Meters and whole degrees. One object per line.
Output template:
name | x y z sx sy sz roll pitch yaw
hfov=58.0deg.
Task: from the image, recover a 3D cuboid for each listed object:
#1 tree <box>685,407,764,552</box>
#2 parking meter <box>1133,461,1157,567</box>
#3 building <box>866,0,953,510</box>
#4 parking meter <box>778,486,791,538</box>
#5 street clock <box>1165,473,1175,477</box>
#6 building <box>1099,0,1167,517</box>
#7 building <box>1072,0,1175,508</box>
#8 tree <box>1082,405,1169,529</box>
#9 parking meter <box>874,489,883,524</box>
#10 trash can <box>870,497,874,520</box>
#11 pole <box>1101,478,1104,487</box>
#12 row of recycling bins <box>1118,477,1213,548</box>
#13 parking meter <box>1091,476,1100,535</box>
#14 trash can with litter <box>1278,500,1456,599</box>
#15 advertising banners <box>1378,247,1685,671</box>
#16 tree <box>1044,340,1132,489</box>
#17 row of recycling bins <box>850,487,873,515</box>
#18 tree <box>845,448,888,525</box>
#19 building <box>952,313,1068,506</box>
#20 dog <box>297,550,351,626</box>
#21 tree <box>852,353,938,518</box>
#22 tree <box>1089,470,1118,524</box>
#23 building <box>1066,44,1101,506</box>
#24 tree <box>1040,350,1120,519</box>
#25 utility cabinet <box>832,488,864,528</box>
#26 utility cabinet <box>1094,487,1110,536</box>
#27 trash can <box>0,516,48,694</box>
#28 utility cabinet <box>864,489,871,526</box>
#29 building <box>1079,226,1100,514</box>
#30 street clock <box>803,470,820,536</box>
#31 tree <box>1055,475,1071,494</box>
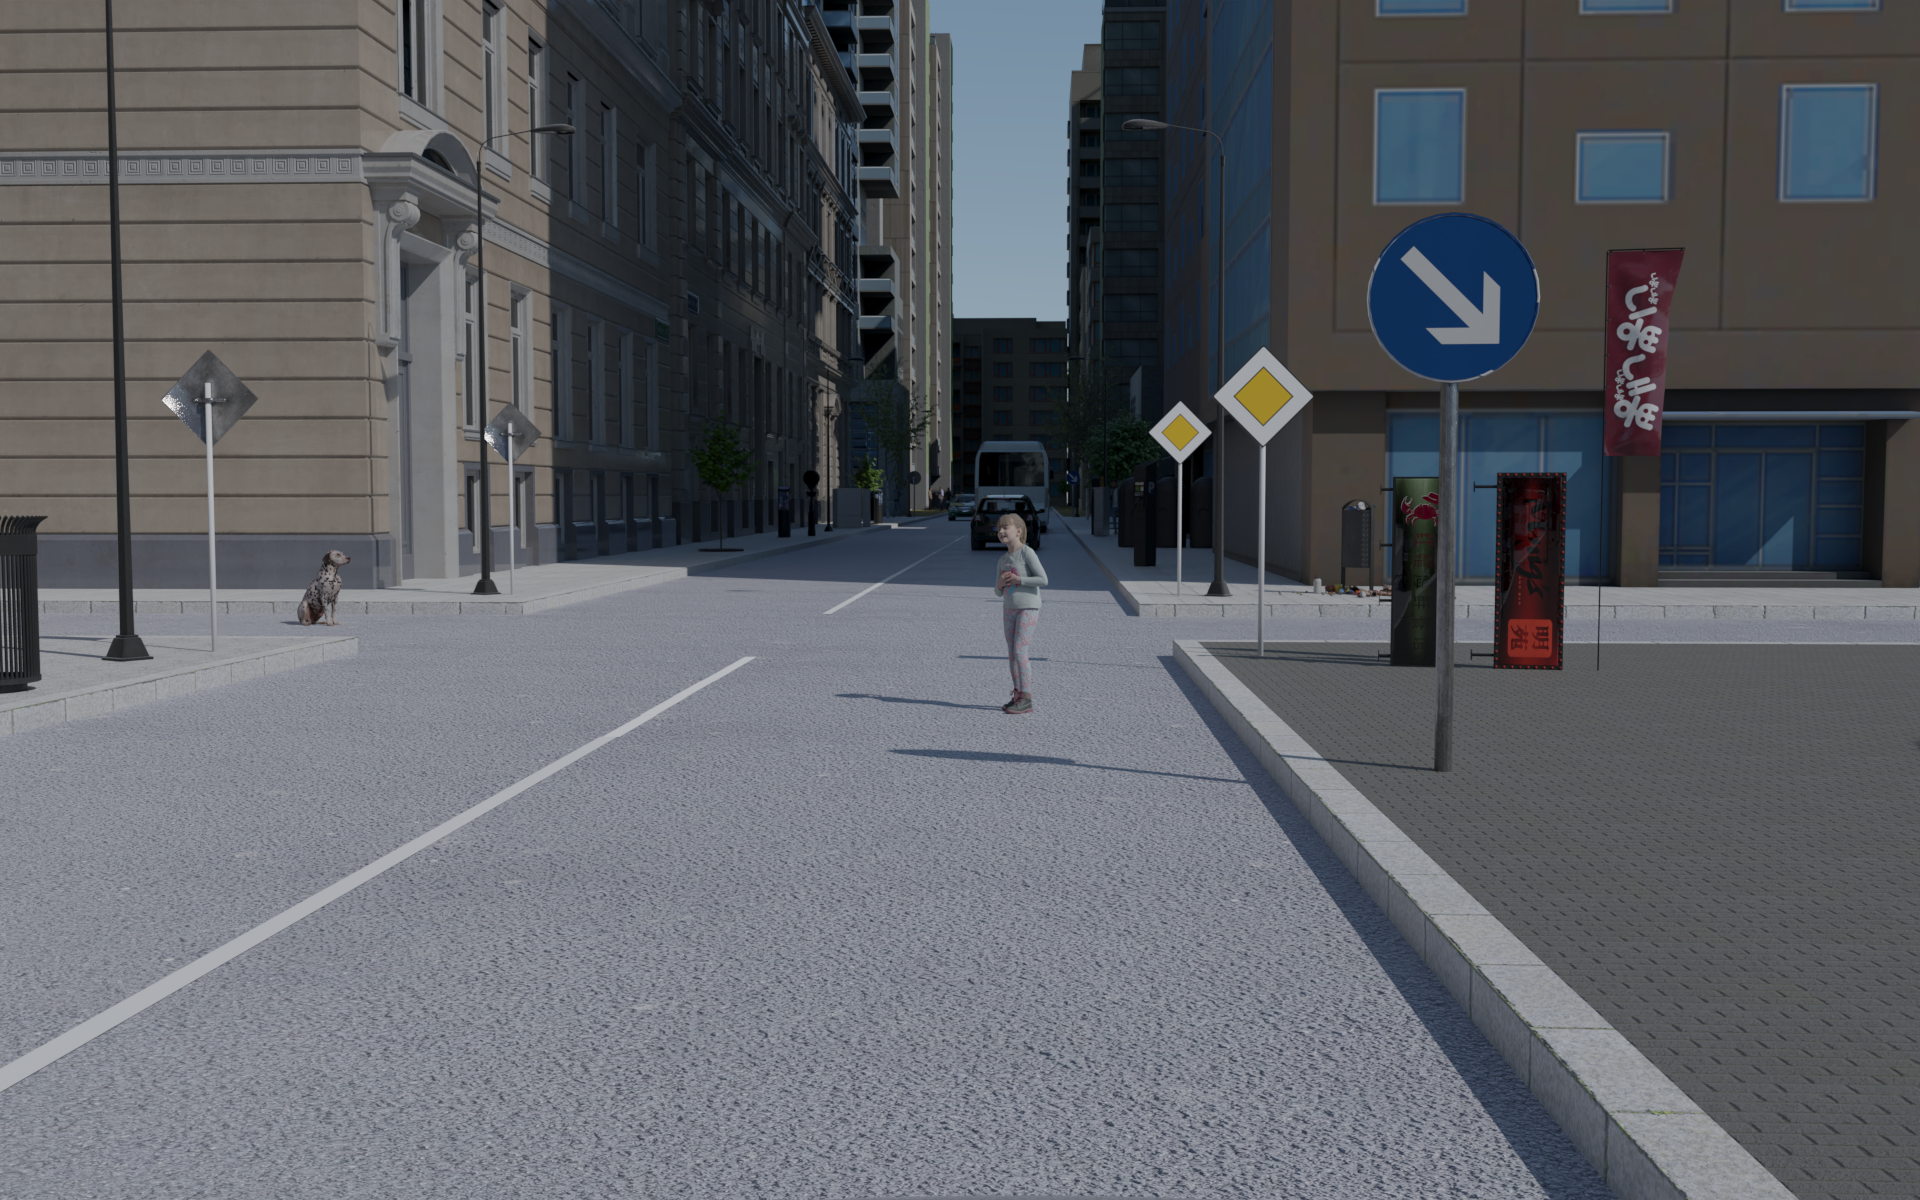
tree | -5.231 -2.704 38.816 1.663 3.219 1.824 0 3 0
parking meter | 3.278 -1.528 30.688 0.255 1.863 0.399 3 5 43
building | -7.958 -28.497 149.516 14.154 41.232 14.086 0 4 3
parking meter | -5.195 -2.616 51.185 0.372 1.533 0.369 0 3 0
street clock | 7.379 -3.425 60.565 0.358 2.002 0.471 3 5 41
building | 15.384 -20.334 104.168 14.160 30.474 14.107 0 4 3
building | 21.599 -51.451 153.902 22.319 86.520 31.000 0 4 3
tree | 6.166 -4.907 63.946 4.285 4.588 4.351 0 3 0
parking meter | -3.541 -4.085 75.199 0.372 1.533 0.369 0 3 0
trash can | -4.200 -4.449 84.391 0.748 1.137 0.748 0 3 0
pole | 6.061 -4.855 73.227 0.158 3.312 0.155 0 3 0
row of recycling bins | 5.492 -2.096 41.389 3.534 1.692 1.069 1 4 19
parking meter | 4.261 -2.977 54.392 0.255 1.863 0.399 0 4 6
trash can with litter | 5.205 -0.655 21.769 1.678 1.210 2.233 -2 4 -32
advertising banners | 4.127 -1.003 12.592 2.074 3.025 0.090 1 4 13
tree | 6.132 -8.055 82.069 4.360 8.622 3.978 0 3 0
row of recycling bins | -6.254 -5.106 90.588 3.534 1.692 1.069 0 4 7
tree | -3.936 -4.801 73.093 1.663 3.219 1.824 0 3 0
building | -2.589 -21.411 195.115 28.899 21.520 27.650 0 4 3
dog | -7.043 -0.137 19.072 0.513 0.831 0.800 -2 4 -30
tree | -3.579 -8.617 91.245 4.737 8.622 4.395 0 3 0
tree | 6.367 -4.935 75.290 1.663 3.219 1.824 0 3 0
building | 22.511 -34.663 190.436 21.600 48.544 21.300 0 4 3
tree | 6.262 -8.398 87.666 4.737 8.622 4.395 0 3 0
utility cabinet | -4.227 -3.427 64.711 1.173 1.500 0.318 -3 5 -43
utility cabinet | 4.321 -2.703 52.875 0.318 1.500 1.173 1 4 14
trash can | -6.320 0.025 11.237 0.748 1.137 0.748 0 3 0
utility cabinet | -3.675 -3.642 68.225 0.318 1.500 1.173 0 4 -4
building | 22.876 -17.178 125.904 27.650 21.520 28.899 0 4 3
street clock | -4.516 -2.943 52.687 0.471 2.002 0.358 1 4 17
tree | 10.132 -10.773 170.738 1.663 3.219 1.824 0 3 0
